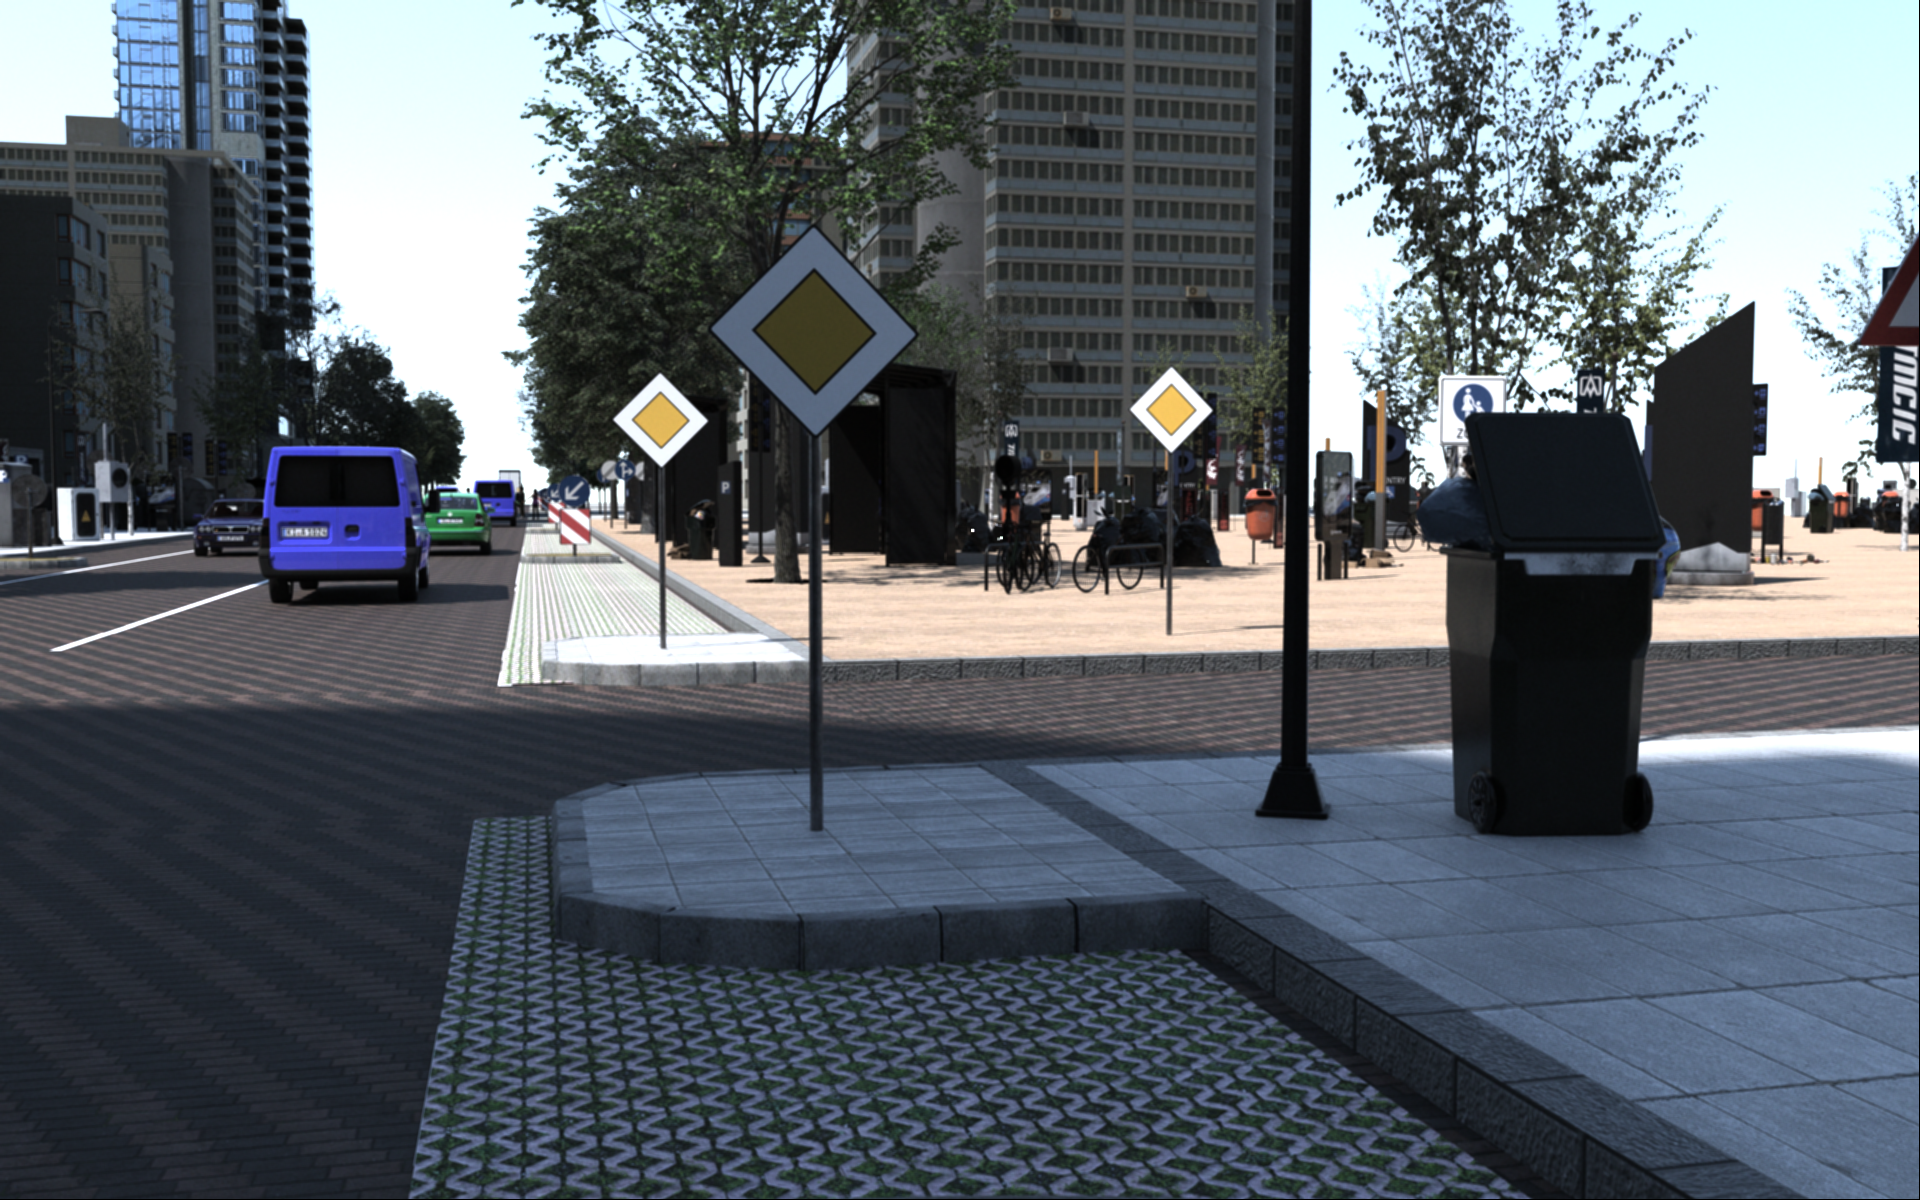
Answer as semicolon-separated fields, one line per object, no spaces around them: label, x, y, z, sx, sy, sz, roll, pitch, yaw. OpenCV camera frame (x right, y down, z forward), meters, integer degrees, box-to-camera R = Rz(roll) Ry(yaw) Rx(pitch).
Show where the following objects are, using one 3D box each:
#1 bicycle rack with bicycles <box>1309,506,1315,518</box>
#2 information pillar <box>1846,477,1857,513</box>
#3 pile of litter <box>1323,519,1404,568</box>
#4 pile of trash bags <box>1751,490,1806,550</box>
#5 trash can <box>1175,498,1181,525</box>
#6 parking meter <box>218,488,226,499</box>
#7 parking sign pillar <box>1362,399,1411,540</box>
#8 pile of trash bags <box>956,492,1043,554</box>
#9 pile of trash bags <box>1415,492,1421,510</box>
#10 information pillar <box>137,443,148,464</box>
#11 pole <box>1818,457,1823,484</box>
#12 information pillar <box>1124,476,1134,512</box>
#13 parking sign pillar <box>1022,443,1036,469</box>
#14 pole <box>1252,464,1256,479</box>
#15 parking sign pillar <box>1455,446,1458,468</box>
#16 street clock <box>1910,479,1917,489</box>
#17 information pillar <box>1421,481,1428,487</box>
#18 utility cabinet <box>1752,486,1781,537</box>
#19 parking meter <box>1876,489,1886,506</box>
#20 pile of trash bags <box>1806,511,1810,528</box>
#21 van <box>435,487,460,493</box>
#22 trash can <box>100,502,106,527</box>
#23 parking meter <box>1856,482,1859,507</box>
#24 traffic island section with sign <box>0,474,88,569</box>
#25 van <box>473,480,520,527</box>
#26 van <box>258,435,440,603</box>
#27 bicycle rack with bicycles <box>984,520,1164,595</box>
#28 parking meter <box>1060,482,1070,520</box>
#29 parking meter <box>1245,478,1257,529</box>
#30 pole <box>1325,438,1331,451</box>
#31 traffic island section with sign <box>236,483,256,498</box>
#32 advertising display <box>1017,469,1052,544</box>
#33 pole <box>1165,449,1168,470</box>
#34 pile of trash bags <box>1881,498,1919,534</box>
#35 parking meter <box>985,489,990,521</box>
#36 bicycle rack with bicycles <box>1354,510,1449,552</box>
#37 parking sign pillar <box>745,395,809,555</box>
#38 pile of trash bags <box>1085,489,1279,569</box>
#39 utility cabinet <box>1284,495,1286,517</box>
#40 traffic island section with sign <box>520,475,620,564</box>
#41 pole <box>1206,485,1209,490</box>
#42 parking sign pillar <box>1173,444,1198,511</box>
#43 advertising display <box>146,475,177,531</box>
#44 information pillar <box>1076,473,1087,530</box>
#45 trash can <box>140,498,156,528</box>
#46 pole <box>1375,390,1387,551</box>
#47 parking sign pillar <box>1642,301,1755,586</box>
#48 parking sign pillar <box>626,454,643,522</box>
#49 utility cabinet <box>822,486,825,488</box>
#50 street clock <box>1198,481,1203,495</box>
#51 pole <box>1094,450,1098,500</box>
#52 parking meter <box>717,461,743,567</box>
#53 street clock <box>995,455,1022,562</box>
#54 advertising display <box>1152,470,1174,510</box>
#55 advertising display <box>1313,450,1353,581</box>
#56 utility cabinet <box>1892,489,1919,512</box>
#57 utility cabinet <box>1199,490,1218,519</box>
bicycle rack with bicycles;19.616;-4.801;91.878;2.852;0.926;2.925;-3;5;-40
information pillar;39.036;-4.366;75.873;0.304;2.012;0.304;-2;4;-24
pile of litter;7.125;-1.012;30.512;1.719;0.858;1.176;-1;4;-20
pile of trash bags;16.726;-1.772;38.732;3.447;1.369;1.912;-1;4;-18
trash can;7.600;-2.889;58.881;0.748;1.137;0.748;0;3;0
parking meter;-31.633;-4.026;74.229;0.372;1.533;0.369;0;3;0
parking sign pillar;12.144;-3.725;49.371;1.447;3.967;1.447;-1;4;-10
pile of trash bags;0.894;-1.748;38.327;1.912;1.369;3.447;-1;4;-8
pile of trash bags;17.862;-3.904;73.575;3.447;1.369;1.912;0;4;-5
information pillar;-36.765;-5.295;77.923;0.183;3.616;0.504;2;4;29
pole;46.823;-6.144;94.304;0.158;3.312;0.155;0;3;0
information pillar;6.699;-3.928;68.722;0.304;2.012;0.304;-3;4;-39
parking sign pillar;3.614;-6.244;90.565;1.447;3.967;1.447;-1;4;-13
pole;13.683;-5.309;80.638;0.158;3.312;0.155;0;3;0
parking sign pillar;21.678;-5.222;73.844;1.447;3.967;1.447;-1;4;-9
street clock;44.870;-4.724;81.811;0.471;2.002;0.358;0;3;0
information pillar;26.522;-5.774;98.892;0.304;2.012;0.304;-1;4;-16
utility cabinet;23.302;-2.565;50.612;1.173;1.500;0.318;2;4;30
parking meter;42.634;-4.389;80.171;0.372;1.533;0.369;0;3;0
pile of trash bags;33.867;-3.409;65.482;3.447;1.369;1.912;-1;4;-11
van;-41.193;-8.240;139.116;2.240;2.365;5.245;-1;4;-13
trash can;-33.559;-3.409;67.393;0.748;1.137;0.748;0;3;0
parking meter;43.521;-4.809;84.344;0.399;1.863;0.255;-2;4;-35
traffic island section with sign;-18.281;-1.544;33.865;1.989;1.847;2.006;-1;4;-14
van;-20.813;-4.466;77.410;2.240;2.365;5.245;-1;4;-15
van;-8.605;-1.236;24.593;2.240;2.365;5.245;-1;4;-15
bicycle rack with bicycles;1.357;-0.601;23.201;2.852;0.926;2.925;2;4;31
parking meter;5.141;-4.835;84.765;0.399;1.863;0.255;2;4;31
parking meter;10.600;-3.508;63.072;0.399;1.863;0.255;-1;4;-21
pole;13.268;-4.203;62.563;0.158;3.312;0.155;0;3;0
traffic island section with sign;-24.753;-3.144;60.035;1.989;1.847;2.006;-1;4;-14
advertising display;1.902;-2.386;44.231;0.974;1.923;0.123;-2;4;-28
pole;8.208;-4.562;68.437;0.158;3.312;0.155;0;3;0
pile of trash bags;32.747;-3.161;61.432;3.447;1.369;1.912;3;5;44
parking meter;1.356;-4.498;81.946;0.372;1.533;0.369;0;3;0
bicycle rack with bicycles;10.740;-1.513;38.112;2.925;0.926;2.852;-3;4;-38
parking sign pillar;-3.900;-2.983;37.241;1.447;3.967;1.447;2;4;25
pile of trash bags;4.064;-1.296;30.938;3.447;1.369;1.912;-1;4;-16
utility cabinet;18.645;-5.253;97.048;1.020;1.237;0.306;1;4;23
traffic island section with sign;-8.195;-1.690;36.266;1.989;1.847;2.006;-1;4;-14
pole;10.814;-5.015;75.836;0.158;3.312;0.155;0;3;0
parking sign pillar;9.885;-5.404;76.831;1.447;3.967;1.447;-1;4;-9
advertising display;-27.525;-3.333;59.716;0.974;1.923;0.123;-1;4;-10
information pillar;4.300;-3.473;61.280;0.304;2.012;0.304;2;4;33
trash can;-30.748;-3.313;65.818;0.748;1.137;0.748;0;3;0
pole;8.298;-2.465;34.138;0.158;3.312;0.155;0;3;0
parking sign pillar;10.589;-2.215;24.695;1.447;3.967;1.447;2;4;31
parking sign pillar;-14.844;-5.630;80.530;1.447;3.967;1.447;-2;4;-28
utility cabinet;-3.744;-2.342;46.964;1.173;1.500;0.318;-2;4;-24
street clock;13.224;-5.563;95.520;0.471;2.002;0.358;2;4;28
pole;6.374;-5.330;80.985;0.158;3.312;0.155;0;3;0
parking meter;-4.071;-1.525;30.638;0.399;1.863;0.255;2;4;33
street clock;0.899;-1.684;32.110;0.471;2.002;0.358;3;5;44
advertising display;5.488;-2.542;46.771;0.123;1.923;0.974;3;4;37
advertising display;5.609;-1.271;25.995;0.123;1.923;0.974;3;5;39
utility cabinet;41.770;-4.138;76.341;1.173;1.500;0.318;3;5;42
utility cabinet;12.786;-4.930;89.285;0.318;1.500;1.173;-2;4;-32
